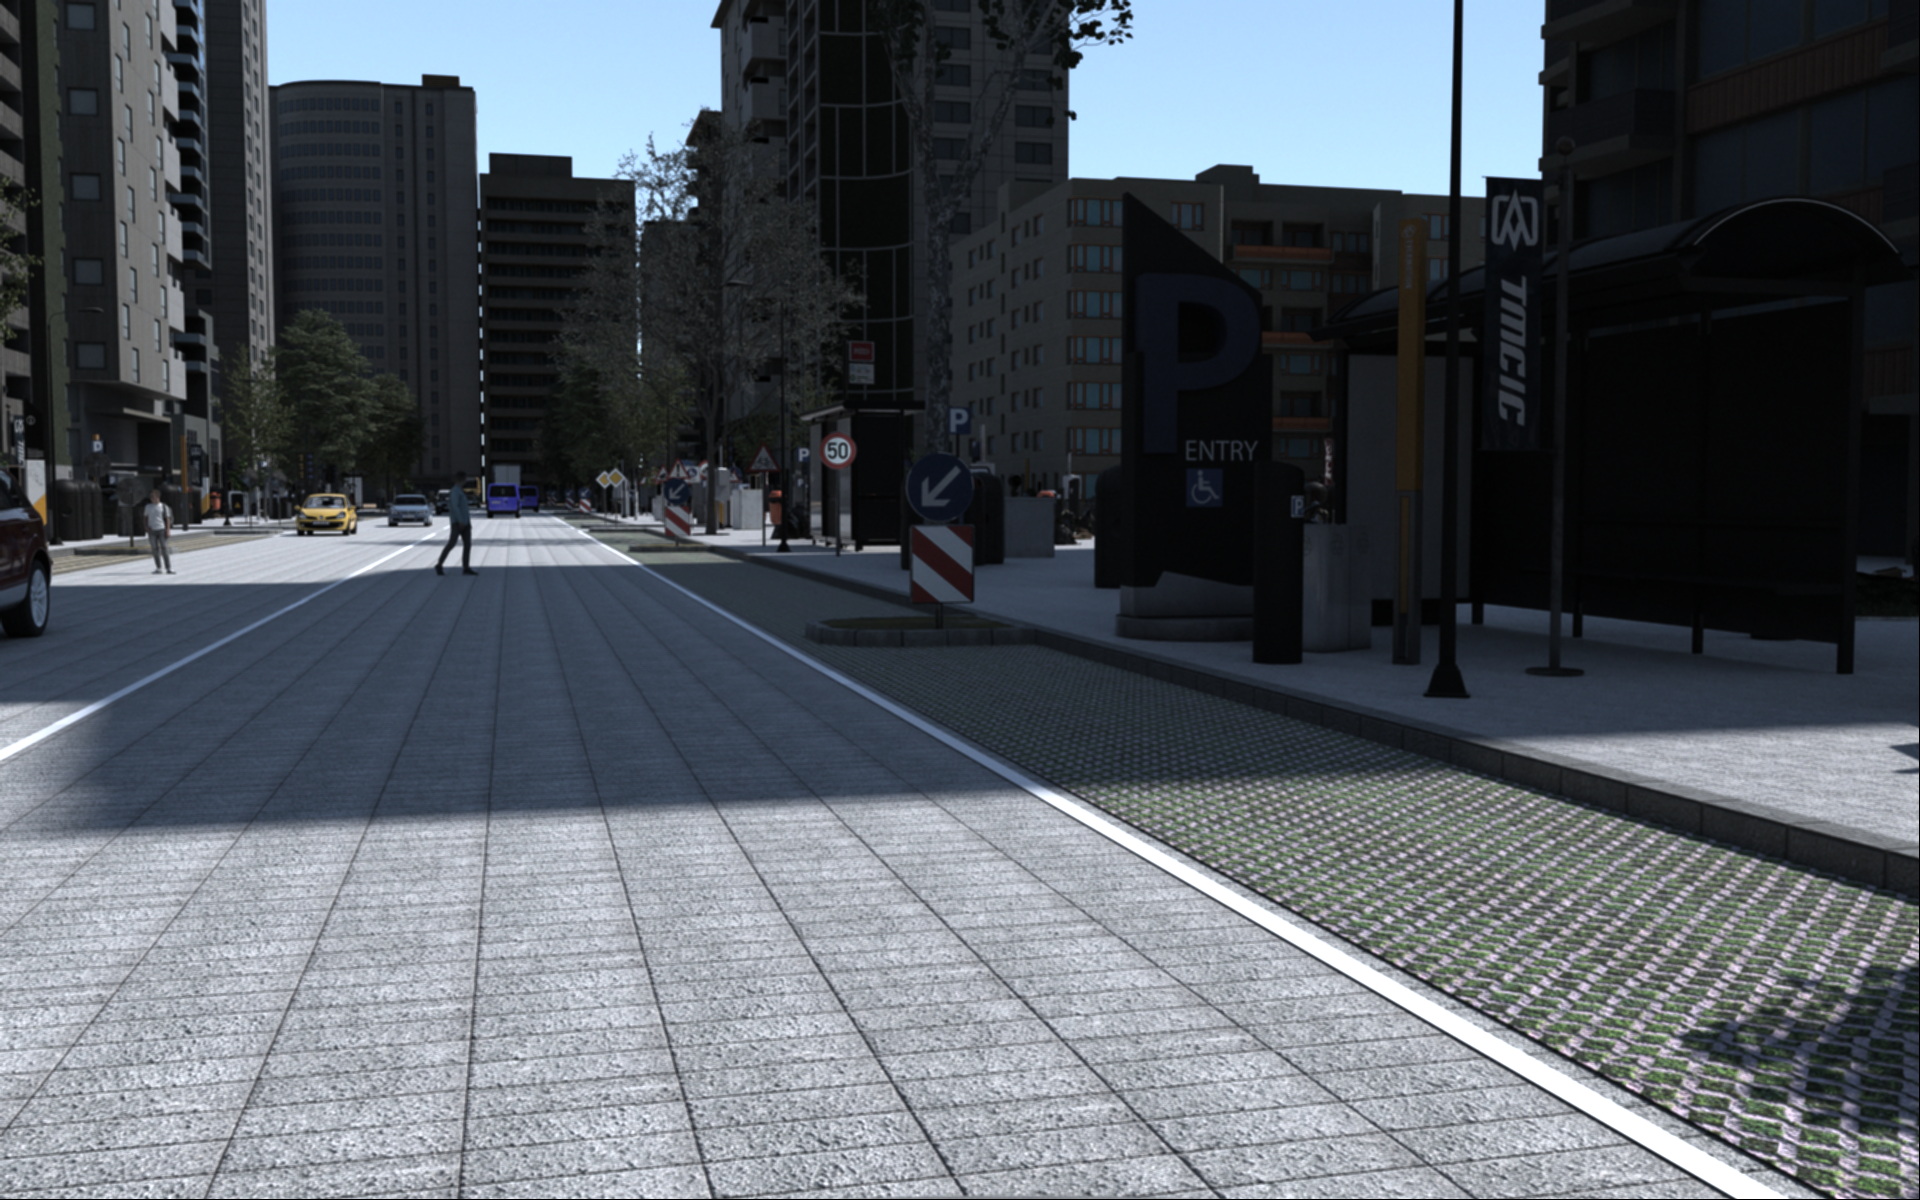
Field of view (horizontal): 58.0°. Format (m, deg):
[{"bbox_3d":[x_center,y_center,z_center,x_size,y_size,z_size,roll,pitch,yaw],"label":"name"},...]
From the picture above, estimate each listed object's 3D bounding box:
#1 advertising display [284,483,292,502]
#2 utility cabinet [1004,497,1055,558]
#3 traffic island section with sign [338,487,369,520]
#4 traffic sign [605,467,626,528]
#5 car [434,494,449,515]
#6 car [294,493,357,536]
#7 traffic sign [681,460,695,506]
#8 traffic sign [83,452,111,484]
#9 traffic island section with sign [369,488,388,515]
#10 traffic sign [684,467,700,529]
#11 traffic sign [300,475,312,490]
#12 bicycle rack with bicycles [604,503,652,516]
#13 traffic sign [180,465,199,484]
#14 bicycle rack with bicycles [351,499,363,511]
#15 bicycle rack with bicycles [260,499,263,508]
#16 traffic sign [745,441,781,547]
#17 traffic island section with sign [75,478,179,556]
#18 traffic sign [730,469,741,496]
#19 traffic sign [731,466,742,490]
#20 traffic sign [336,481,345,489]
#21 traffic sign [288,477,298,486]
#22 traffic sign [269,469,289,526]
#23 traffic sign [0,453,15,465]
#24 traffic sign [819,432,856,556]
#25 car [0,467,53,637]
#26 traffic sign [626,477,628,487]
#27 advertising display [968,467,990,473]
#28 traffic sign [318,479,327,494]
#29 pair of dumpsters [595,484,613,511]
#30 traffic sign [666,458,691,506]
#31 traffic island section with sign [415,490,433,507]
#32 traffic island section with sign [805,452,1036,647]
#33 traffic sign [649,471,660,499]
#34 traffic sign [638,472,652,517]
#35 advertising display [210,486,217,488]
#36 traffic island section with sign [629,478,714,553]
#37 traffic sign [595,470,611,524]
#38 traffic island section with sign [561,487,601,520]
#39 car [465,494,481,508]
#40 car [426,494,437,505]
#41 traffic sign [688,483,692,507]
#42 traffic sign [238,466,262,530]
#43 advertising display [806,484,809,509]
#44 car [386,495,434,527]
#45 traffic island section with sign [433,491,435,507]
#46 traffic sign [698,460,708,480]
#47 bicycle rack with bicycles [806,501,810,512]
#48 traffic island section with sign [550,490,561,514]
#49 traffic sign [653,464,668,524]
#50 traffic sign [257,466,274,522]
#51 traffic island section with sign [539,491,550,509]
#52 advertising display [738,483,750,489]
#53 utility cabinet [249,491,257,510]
[{"bbox_3d":[-38.453,-5.698,98.377,0.974,1.923,0.123,0,4,0],"label":"advertising display"},{"bbox_3d":[1.387,-1.459,35.019,1.020,1.237,0.306,0,4,-4],"label":"utility cabinet"},{"bbox_3d":[-33.410,-5.228,94.112,1.989,1.847,2.006,-1,4,-14],"label":"traffic island section with sign"},{"bbox_3d":[-12.984,-3.775,65.364,0.795,2.450,0.064,-1,4,-14],"label":"traffic sign"},{"bbox_3d":[-35.474,-6.756,120.247,2.009,1.686,4.222,-1,4,-14],"label":"car"},{"bbox_3d":[-22.175,-3.085,60.671,2.015,1.641,3.980,-1,4,-14],"label":"car"},{"bbox_3d":[-10.164,-3.917,64.150,0.768,2.556,0.104,-1,4,-8],"label":"traffic sign"},{"bbox_3d":[-25.946,-3.180,52.105,0.768,2.556,0.104,-1,4,-12],"label":"traffic sign"},{"bbox_3d":[-40.217,-6.841,120.474,1.989,1.847,2.006,-1,4,-14],"label":"traffic island section with sign"},{"bbox_3d":[-9.789,-3.743,63.328,0.606,2.300,0.079,-1,4,-9],"label":"traffic sign"},{"bbox_3d":[-43.601,-7.056,115.476,0.768,2.556,0.104,-1,4,-12],"label":"traffic sign"},{"bbox_3d":[-19.776,-5.533,103.844,2.925,0.926,2.852,0,4,-6],"label":"bicycle rack with bicycles"},{"bbox_3d":[-33.836,-4.647,76.079,0.768,2.556,0.104,0,4,-7],"label":"traffic sign"},{"bbox_3d":[-46.920,-7.240,131.760,2.852,0.926,2.925,1,4,10],"label":"bicycle rack with bicycles"},{"bbox_3d":[-47.863,-6.626,121.713,2.852,0.926,2.925,0,4,-3],"label":"bicycle rack with bicycles"},{"bbox_3d":[-4.798,-2.588,42.312,0.884,2.594,0.081,-1,4,-13],"label":"traffic sign"},{"bbox_3d":[-19.715,-1.986,41.107,1.989,1.847,2.006,-1,4,-14],"label":"traffic island section with sign"},{"bbox_3d":[-10.143,-4.687,76.638,0.884,2.594,0.081,-1,4,-10],"label":"traffic sign"},{"bbox_3d":[-10.429,-4.873,79.773,0.768,2.556,0.104,0,4,-6],"label":"traffic sign"},{"bbox_3d":[-48.450,-8.156,135.477,0.606,2.300,0.079,-1,4,-9],"label":"traffic sign"},{"bbox_3d":[-49.561,-7.867,128.729,0.768,2.556,0.104,-1,4,-9],"label":"traffic sign"},{"bbox_3d":[-27.472,-4.053,69.903,0.795,2.450,0.064,-1,4,-14],"label":"traffic sign"},{"bbox_3d":[-29.378,-3.260,53.412,0.768,2.556,0.104,-1,4,-8],"label":"traffic sign"},{"bbox_3d":[-2.509,-2.169,35.568,0.768,2.556,0.104,0,4,-5],"label":"traffic sign"},{"bbox_3d":[-9.887,-0.431,15.723,2.281,1.827,5.304,-1,4,-13],"label":"car"},{"bbox_3d":[-25.381,-8.027,131.339,0.768,2.556,0.104,-1,4,-11],"label":"traffic sign"},{"bbox_3d":[0.214,-2.172,40.731,0.974,1.923,0.123,0,4,-2],"label":"advertising display"},{"bbox_3d":[-49.467,-8.136,134.211,0.795,2.450,0.064,-1,4,-10],"label":"traffic sign"},{"bbox_3d":[-26.381,-7.759,129.351,1.574,2.255,4.437,-1,4,-14],"label":"pair of dumpsters"},{"bbox_3d":[-10.028,-3.772,61.676,0.884,2.594,0.081,0,4,-7],"label":"traffic sign"},{"bbox_3d":[-52.808,-9.822,169.218,1.989,1.847,2.006,-1,4,-14],"label":"traffic island section with sign"},{"bbox_3d":[-0.475,-0.516,17.066,1.989,1.847,2.006,-1,4,-14],"label":"traffic island section with sign"},{"bbox_3d":[-16.437,-5.715,93.547,0.768,2.556,0.104,-1,4,-10],"label":"traffic sign"},{"bbox_3d":[-17.891,-6.040,98.753,0.884,2.594,0.081,0,4,-7],"label":"traffic sign"},{"bbox_3d":[-58.912,-8.049,136.817,0.123,1.923,0.974,0,4,2],"label":"advertising display"},{"bbox_3d":[-7.226,-2.112,43.165,1.989,1.847,2.006,-1,4,-14],"label":"traffic island section with sign"},{"bbox_3d":[-14.981,-4.248,73.096,0.795,2.450,0.064,-1,4,-14],"label":"traffic sign"},{"bbox_3d":[-21.287,-5.445,97.647,1.989,1.847,2.006,-1,4,-14],"label":"traffic island section with sign"},{"bbox_3d":[-50.999,-10.329,180.670,2.131,1.459,4.920,-1,4,-13],"label":"car"},{"bbox_3d":[-62.297,-11.941,205.025,2.009,1.686,4.222,-1,4,-14],"label":"car"},{"bbox_3d":[-15.516,-6.128,100.299,0.768,2.556,0.104,-1,4,-13],"label":"traffic sign"},{"bbox_3d":[-25.475,-3.580,62.171,0.795,2.450,0.064,-1,4,-14],"label":"traffic sign"},{"bbox_3d":[-10.110,-6.439,110.497,0.974,1.923,0.123,1,4,14],"label":"advertising display"},{"bbox_3d":[-24.574,-4.004,77.465,2.014,1.417,4.499,-1,4,-15],"label":"car"},{"bbox_3d":[-59.615,-11.436,195.606,1.989,1.847,2.006,-1,4,-14],"label":"traffic island section with sign"},{"bbox_3d":[-9.330,-3.914,64.096,0.768,2.556,0.104,-1,4,-10],"label":"traffic sign"},{"bbox_3d":[-7.246,-5.012,95.329,2.852,0.926,2.925,-3,5,-43],"label":"bicycle rack with bicycles"},{"bbox_3d":[-28.161,-7.073,124.278,1.989,1.847,2.006,-1,4,-14],"label":"traffic island section with sign"},{"bbox_3d":[-12.780,-4.565,74.647,0.884,2.594,0.081,-1,4,-13],"label":"traffic sign"},{"bbox_3d":[-31.526,-4.802,78.624,0.768,2.556,0.104,-1,4,-12],"label":"traffic sign"},{"bbox_3d":[-40.419,-9.975,171.711,1.989,1.847,2.006,-1,4,-14],"label":"traffic island section with sign"},{"bbox_3d":[-12.557,-5.903,101.721,0.974,1.923,0.123,0,4,7],"label":"advertising display"},{"bbox_3d":[-47.722,-6.591,116.439,1.173,1.500,0.318,1,4,21],"label":"utility cabinet"}]
